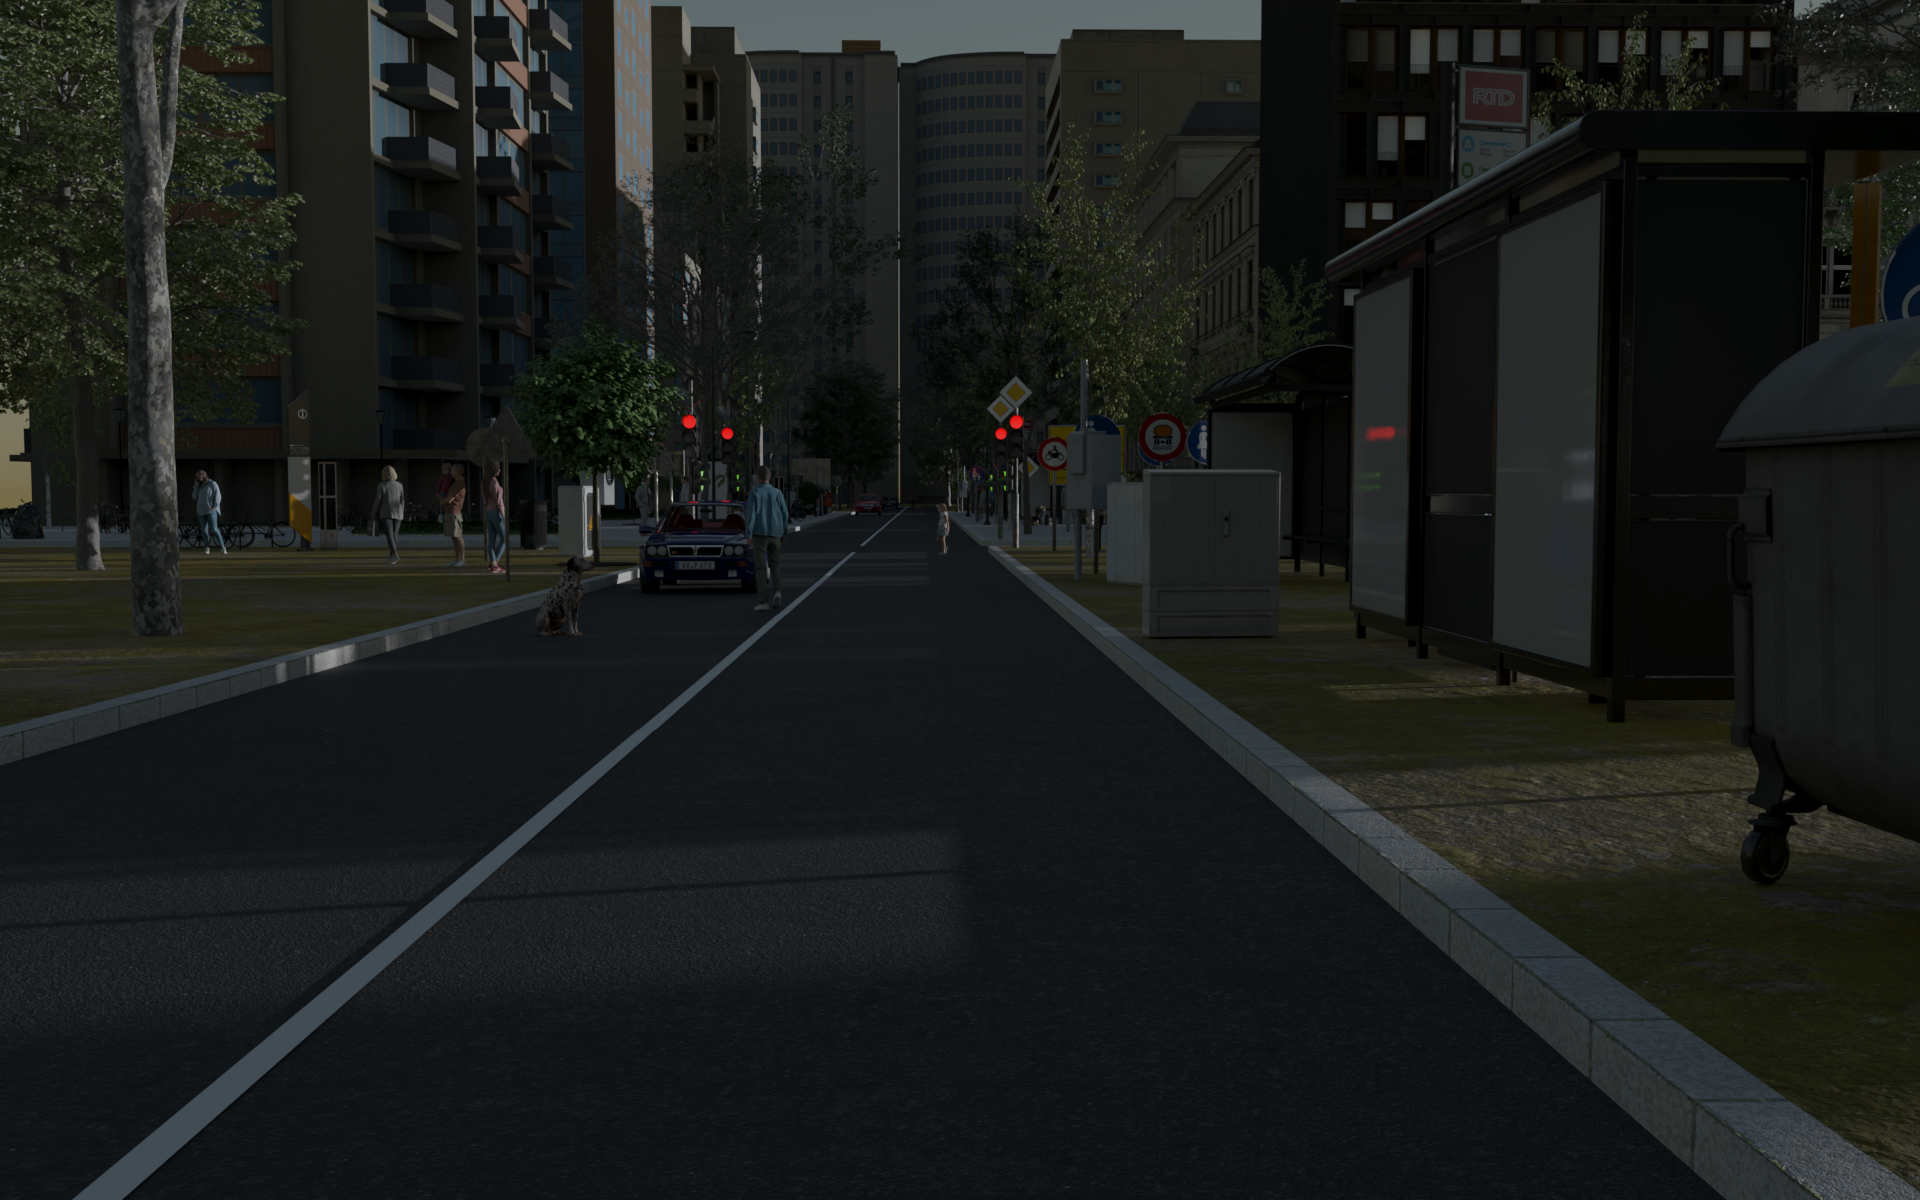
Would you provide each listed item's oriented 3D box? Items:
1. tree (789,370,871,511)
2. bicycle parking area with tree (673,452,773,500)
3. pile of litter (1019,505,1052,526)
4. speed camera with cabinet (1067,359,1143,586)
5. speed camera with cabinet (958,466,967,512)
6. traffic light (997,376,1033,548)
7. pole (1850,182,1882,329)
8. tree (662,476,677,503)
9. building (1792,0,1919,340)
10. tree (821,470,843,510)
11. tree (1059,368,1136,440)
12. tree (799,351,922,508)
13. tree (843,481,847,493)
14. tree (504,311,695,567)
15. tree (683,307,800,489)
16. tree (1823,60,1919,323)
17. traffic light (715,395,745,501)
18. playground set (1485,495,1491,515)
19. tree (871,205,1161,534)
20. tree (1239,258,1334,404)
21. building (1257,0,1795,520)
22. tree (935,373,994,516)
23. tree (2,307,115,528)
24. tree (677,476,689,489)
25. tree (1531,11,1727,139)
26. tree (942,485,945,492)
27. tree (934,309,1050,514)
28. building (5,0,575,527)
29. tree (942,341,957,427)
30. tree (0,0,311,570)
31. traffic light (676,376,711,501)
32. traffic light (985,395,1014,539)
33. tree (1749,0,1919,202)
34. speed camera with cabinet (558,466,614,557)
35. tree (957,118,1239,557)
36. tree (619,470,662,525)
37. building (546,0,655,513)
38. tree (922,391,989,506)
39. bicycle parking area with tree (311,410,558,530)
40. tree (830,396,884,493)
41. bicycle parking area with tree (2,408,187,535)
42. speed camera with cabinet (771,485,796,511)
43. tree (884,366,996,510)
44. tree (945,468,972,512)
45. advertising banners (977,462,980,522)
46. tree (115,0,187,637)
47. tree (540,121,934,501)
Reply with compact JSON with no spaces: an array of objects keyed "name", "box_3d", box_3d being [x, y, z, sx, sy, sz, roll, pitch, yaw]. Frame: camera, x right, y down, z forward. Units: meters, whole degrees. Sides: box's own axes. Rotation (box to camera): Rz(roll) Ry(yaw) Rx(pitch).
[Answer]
[{"name":"tree","box_3d":[-9.247,-12.036,131.200,8.767,10.594,7.601,1,4,15]},{"name":"bicycle parking area with tree","box_3d":[-15.619,-8.065,118.863,8.231,4.147,9.016,1,4,8]},{"name":"pile of litter","box_3d":[3.041,-3.447,70.318,1.719,0.858,1.176,-2,4,-35]},{"name":"speed camera with cabinet","box_3d":[2.325,-1.876,25.014,0.660,3.252,2.038,-2,4,-30]},{"name":"speed camera with cabinet","box_3d":[0.869,-7.863,122.889,2.038,3.252,0.660,-1,4,-20]},{"name":"traffic light","box_3d":[1.308,-3.200,41.239,0.839,4.253,0.868,0,4,-1]},{"name":"pole","box_3d":[5.982,-1.080,11.508,0.158,3.312,0.155,0,3,0]},{"name":"tree","box_3d":[-18.616,-6.884,107.151,1.663,3.219,1.824,0,3,0]},{"name":"building","box_3d":[40.812,-13.785,67.187,24.055,21.916,13.314,0,4,-1]},{"name":"tree","box_3d":[-9.292,-7.536,117.820,1.663,3.219,1.824,0,3,0]},{"name":"tree","box_3d":[7.621,-8.977,97.133,4.360,8.622,3.978,0,3,0]},{"name":"tree","box_3d":[-9.722,-15.182,154.881,9.857,13.997,8.962,0,3,0]},{"name":"tree","box_3d":[-9.852,-8.818,138.769,1.663,3.219,1.824,0,3,0]},{"name":"tree","box_3d":[-6.487,-2.905,31.210,4.285,4.588,4.351,0,3,0]},{"name":"tree","box_3d":[-7.935,-7.011,64.999,4.737,8.622,4.395,0,3,0]},{"name":"tree","box_3d":[22.208,-6.774,36.510,9.928,11.665,9.643,0,3,0]},{"name":"traffic light","box_3d":[-6.526,-3.677,49.039,0.839,4.253,0.868,0,4,-1]},{"name":"playground set","box_3d":[10.659,-2.960,35.183,5.637,4.214,5.302,0,4,-2]},{"name":"tree","box_3d":[2.238,-7.395,55.323,8.767,10.594,7.601,0,4,8]},{"name":"tree","box_3d":[9.791,-6.362,54.386,4.737,8.622,4.395,0,3,0]},{"name":"building","box_3d":[20.311,-14.403,65.170,15.834,23.373,12.332,0,4,-1]},{"name":"tree","box_3d":[0.816,-9.270,101.922,4.360,8.622,3.978,0,3,0]},{"name":"tree","box_3d":[-33.790,-6.981,64.506,4.737,8.622,4.395,0,3,0]},{"name":"tree","box_3d":[-18.626,-7.190,112.152,1.663,3.219,1.824,0,3,0]},{"name":"tree","box_3d":[10.626,-4.724,27.597,4.737,8.622,4.395,0,3,0]},{"name":"tree","box_3d":[-1.093,-12.568,200.085,1.663,3.219,1.824,0,3,0]},{"name":"tree","box_3d":[0.772,-12.478,114.382,12.009,13.543,11.850,0,3,0]},{"name":"building","box_3d":[-30.601,-26.038,80.347,22.147,44.769,28.867,0,4,-1]},{"name":"tree","box_3d":[1.644,-6.954,64.058,4.737,8.622,4.395,0,3,0]},{"name":"tree","box_3d":[-15.205,-6.778,28.951,7.486,12.596,7.792,0,3,0]},{"name":"traffic light","box_3d":[-6.351,-3.189,41.055,0.839,4.253,0.868,0,4,-1]},{"name":"traffic light","box_3d":[1.133,-3.688,49.222,0.839,4.253,0.868,0,4,-1]},{"name":"tree","box_3d":[13.473,-6.553,17.511,12.009,13.543,11.850,0,3,0]},{"name":"speed camera with cabinet","box_3d":[-7.809,-2.565,36.272,0.660,3.252,2.038,0,4,6]},{"name":"tree","box_3d":[2.881,-5.166,34.821,4.737,8.622,4.395,0,3,0]},{"name":"tree","box_3d":[-13.527,-4.718,71.744,1.663,3.219,1.824,0,3,0]},{"name":"building","box_3d":[-27.533,-28.121,109.883,14.600,45.320,14.200,0,4,-1]},{"name":"tree","box_3d":[-1.403,-17.205,187.956,9.857,13.997,8.962,0,3,0]},{"name":"bicycle parking area with tree","box_3d":[-18.444,-4.559,61.544,9.016,4.147,8.231,3,5,42]},{"name":"tree","box_3d":[-9.881,-15.424,177.936,9.928,11.665,9.643,0,3,0]},{"name":"bicycle parking area with tree","box_3d":[-30.033,-4.242,56.367,8.231,4.147,9.016,-2,4,-33]},{"name":"speed camera with cabinet","box_3d":[-10.217,-6.623,102.629,2.038,3.252,0.660,-2,4,-26]},{"name":"tree","box_3d":[0.268,-13.036,138.900,9.928,11.665,9.643,0,3,0]},{"name":"tree","box_3d":[0.018,-8.150,127.856,1.663,3.219,1.824,0,3,0]},{"name":"advertising banners","box_3d":[0.852,-5.162,80.589,0.090,3.025,2.074,0,4,2]},{"name":"tree","box_3d":[-5.894,-9.715,14.736,12.611,20.169,13.585,0,3,0]},{"name":"tree","box_3d":[-8.237,-8.930,56.375,12.009,13.543,11.850,0,3,0]}]
